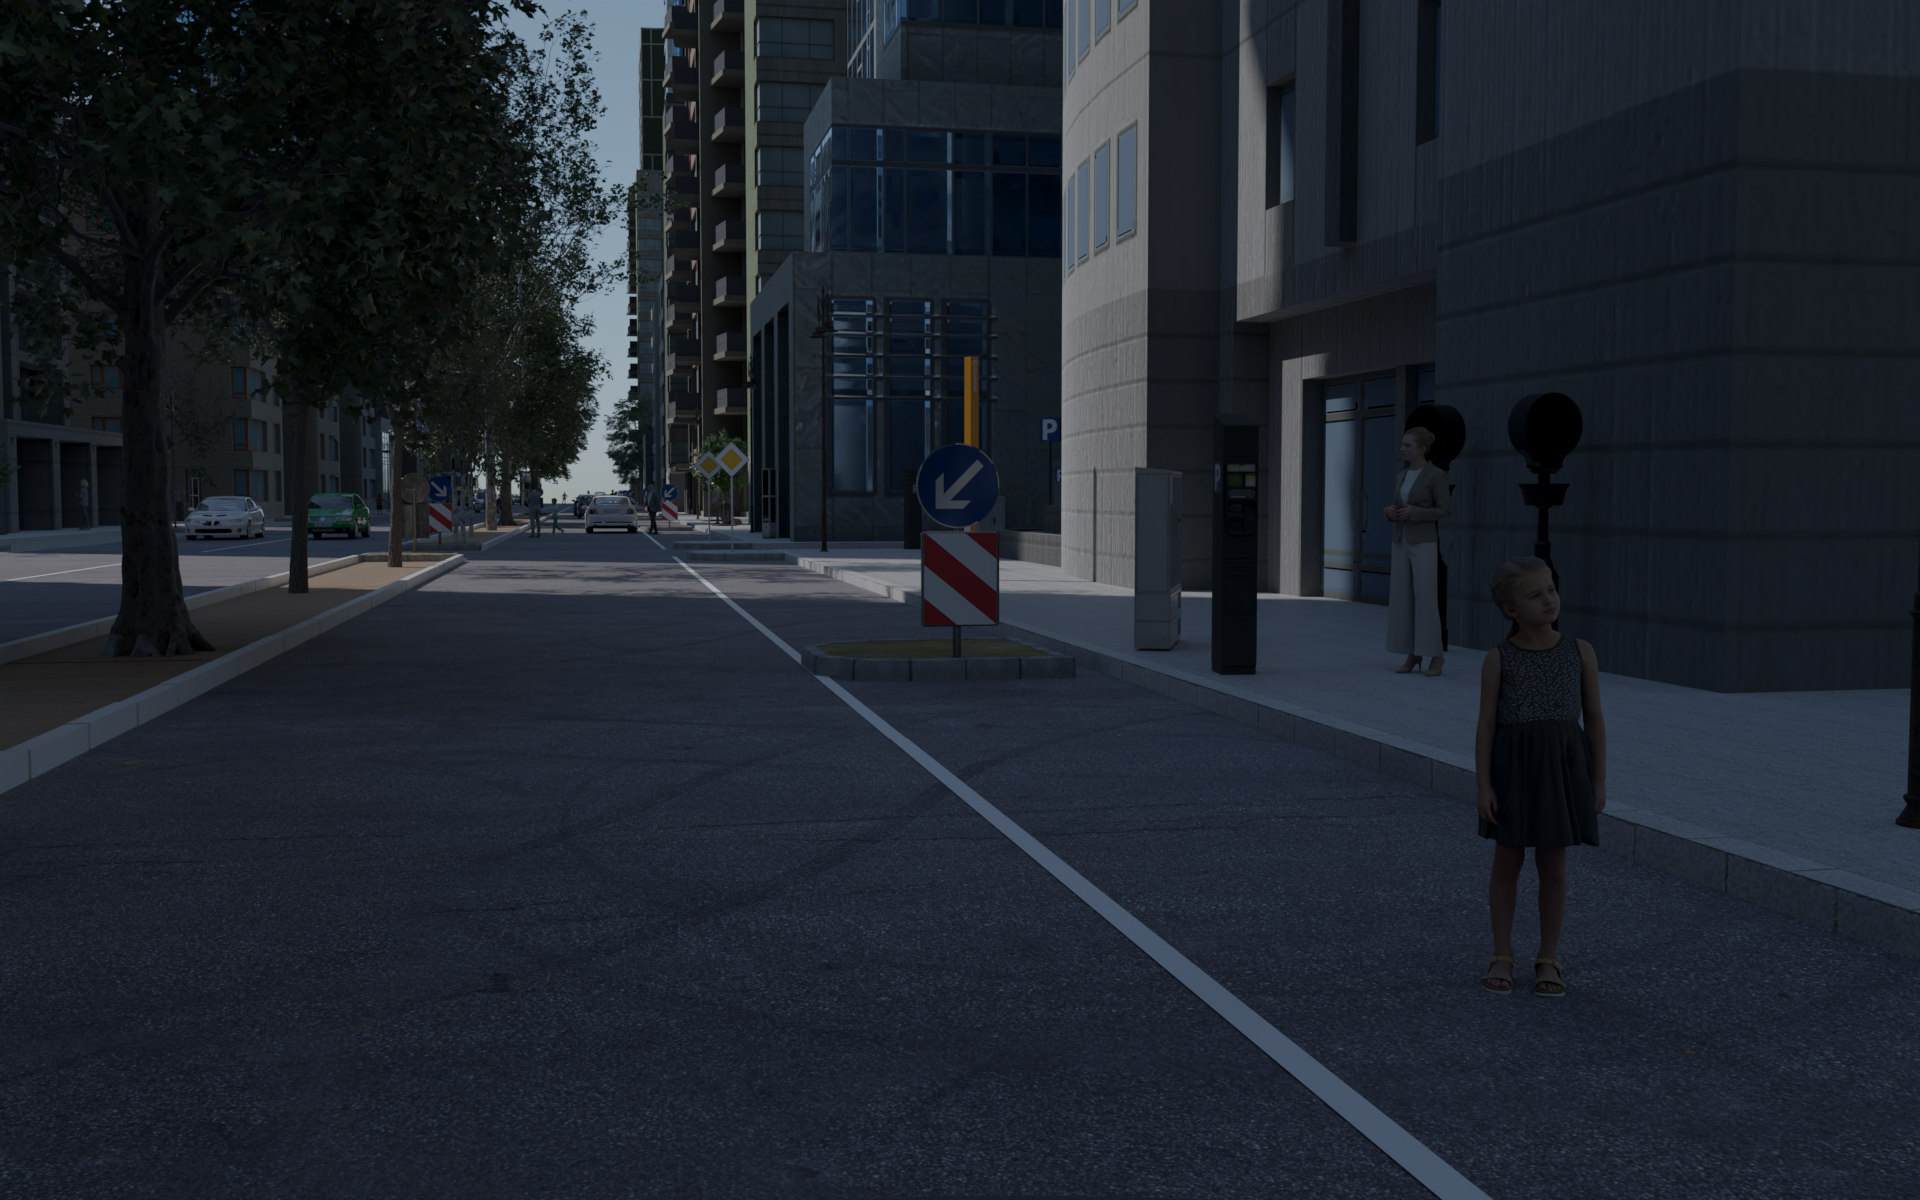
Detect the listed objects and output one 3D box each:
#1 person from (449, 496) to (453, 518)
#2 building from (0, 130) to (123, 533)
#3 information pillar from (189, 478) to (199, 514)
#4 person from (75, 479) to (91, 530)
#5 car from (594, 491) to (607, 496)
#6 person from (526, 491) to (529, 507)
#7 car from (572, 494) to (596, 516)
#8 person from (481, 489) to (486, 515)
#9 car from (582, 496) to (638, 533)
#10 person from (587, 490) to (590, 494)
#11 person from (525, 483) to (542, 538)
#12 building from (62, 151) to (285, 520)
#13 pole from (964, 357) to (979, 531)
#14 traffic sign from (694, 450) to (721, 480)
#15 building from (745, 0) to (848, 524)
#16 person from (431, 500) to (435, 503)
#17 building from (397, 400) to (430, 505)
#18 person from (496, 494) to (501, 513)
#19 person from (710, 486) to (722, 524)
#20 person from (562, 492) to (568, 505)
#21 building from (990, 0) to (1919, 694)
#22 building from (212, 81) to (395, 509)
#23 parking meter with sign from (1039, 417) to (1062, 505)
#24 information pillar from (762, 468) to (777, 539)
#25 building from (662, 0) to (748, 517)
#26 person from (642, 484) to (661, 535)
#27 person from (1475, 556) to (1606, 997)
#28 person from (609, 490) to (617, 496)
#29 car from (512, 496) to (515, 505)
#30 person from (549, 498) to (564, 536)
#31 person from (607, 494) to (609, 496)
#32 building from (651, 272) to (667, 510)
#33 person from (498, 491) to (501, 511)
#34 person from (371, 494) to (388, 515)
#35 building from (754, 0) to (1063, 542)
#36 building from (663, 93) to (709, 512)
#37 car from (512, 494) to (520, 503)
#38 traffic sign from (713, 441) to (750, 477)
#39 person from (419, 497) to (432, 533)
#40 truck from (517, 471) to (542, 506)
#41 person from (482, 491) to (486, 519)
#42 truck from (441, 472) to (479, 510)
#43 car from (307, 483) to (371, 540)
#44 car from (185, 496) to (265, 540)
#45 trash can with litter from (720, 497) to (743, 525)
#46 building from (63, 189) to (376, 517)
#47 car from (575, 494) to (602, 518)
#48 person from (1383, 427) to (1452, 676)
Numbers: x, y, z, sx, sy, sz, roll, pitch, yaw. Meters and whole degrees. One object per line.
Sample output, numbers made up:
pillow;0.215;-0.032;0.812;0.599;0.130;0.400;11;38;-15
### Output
person;-29.743;-5.546;101.774;0.503;1.515;0.523;3;4;36
building;-43.033;-38.168;62.295;20.563;71.187;20.611;-1;4;-12
information pillar;-34.746;-4.533;78.608;0.304;2.012;0.304;3;5;44
person;-31.073;-3.368;61.285;0.526;1.800;0.537;0;4;-5
car;-51.584;-14.649;248.188;2.281;1.827;5.304;-1;4;-12
person;-46.525;-10.881;186.504;0.705;1.812;1.348;0;4;-1
car;-24.654;-6.297;114.746;2.131;1.459;4.920;-1;4;-11
person;-32.250;-6.673;117.857;0.529;1.795;0.600;-3;5;-39
car;-13.040;-3.197;64.639;2.083;1.381;4.827;-1;4;-13
person;-30.717;-8.186;143.059;1.217;1.735;0.721;1;4;12
person;-14.016;-2.945;56.831;0.466;1.800;0.511;2;4;24
building;-51.091;-15.320;95.529;27.650;21.520;28.899;-1;4;-12
pole;0.172;-1.958;25.858;0.158;3.312;0.155;0;3;0
traffic sign;-6.676;-2.693;46.220;0.795;2.593;0.064;-1;4;-12
building;-2.585;-24.025;76.397;14.154;41.232;14.086;-1;4;-12
person;-36.988;-6.894;121.353;1.348;1.807;0.705;-1;4;-18
building;-63.281;-32.409;179.996;14.600;45.320;14.200;-1;4;-12
person;-34.359;-7.169;128.942;0.421;1.427;0.697;2;4;25
person;-10.338;-4.118;73.497;0.853;1.813;0.709;-2;4;-25
person;-49.881;-12.779;218.368;0.756;1.711;0.436;0;4;6
building;12.308;-29.552;25.172;21.231;58.520;28.212;-1;4;-12
building;-62.425;-51.531;155.198;22.319;86.520;31.000;-1;4;-12
parking meter with sign;2.556;-2.691;40.260;0.543;3.016;1.738;3;4;37
information pillar;-5.489;-2.773;49.822;0.304;2.012;0.304;3;4;36
building;-6.622;-27.577;105.505;22.147;44.769;28.867;-1;4;-12
person;-10.905;-3.193;61.108;0.661;1.777;0.834;2;4;24
person;1.673;0.500;4.997;0.362;1.253;0.373;1;4;14
person;-30.467;-8.788;152.116;1.348;1.831;0.705;1;4;20
car;-59.413;-13.162;227.004;2.131;1.459;4.920;-1;4;-13
person;-13.876;-2.863;59.561;0.590;1.304;0.306;-3;4;-39
person;-38.554;-10.918;190.225;0.599;1.433;0.991;-1;4;-20
building;-12.578;-18.784;152.160;27.650;21.520;28.899;-1;4;-12
person;-38.390;-8.282;144.856;0.756;1.711;0.436;1;4;9
person;-39.668;-6.520;118.357;1.065;1.426;0.557;-2;4;-25
building;8.447;-45.573;57.789;31.000;86.520;22.319;-1;4;-12
building;-15.041;-21.880;129.445;14.160;30.474;14.107;-1;4;-12
car;-62.404;-14.169;243.657;2.014;1.417;4.499;-1;4;-10
traffic sign;-5.038;-2.215;38.404;0.795;2.593;0.064;-1;4;-12
person;-19.604;-3.344;63.373;0.583;1.804;0.606;-1;4;-10
truck;-52.599;-13.642;211.959;2.839;4.237;11.283;-1;4;-13
person;-27.167;-5.552;99.869;0.593;1.750;0.643;-3;5;-42
truck;-44.344;-9.632;153.412;3.469;3.379;9.791;-1;4;-11
car;-20.139;-2.872;55.761;1.959;1.807;4.718;-1;4;-11
car;-23.517;-2.639;55.517;2.083;1.381;4.827;-1;4;-13
trash can with litter;-9.406;-3.682;71.595;1.055;1.170;0.624;3;5;39
building;-59.396;-17.262;127.274;27.650;21.520;28.899;-1;4;-12
car;-21.944;-5.584;103.305;2.014;1.417;4.499;-1;4;-13
person;3.227;-0.353;12.368;0.362;1.759;0.519;-2;4;-30
